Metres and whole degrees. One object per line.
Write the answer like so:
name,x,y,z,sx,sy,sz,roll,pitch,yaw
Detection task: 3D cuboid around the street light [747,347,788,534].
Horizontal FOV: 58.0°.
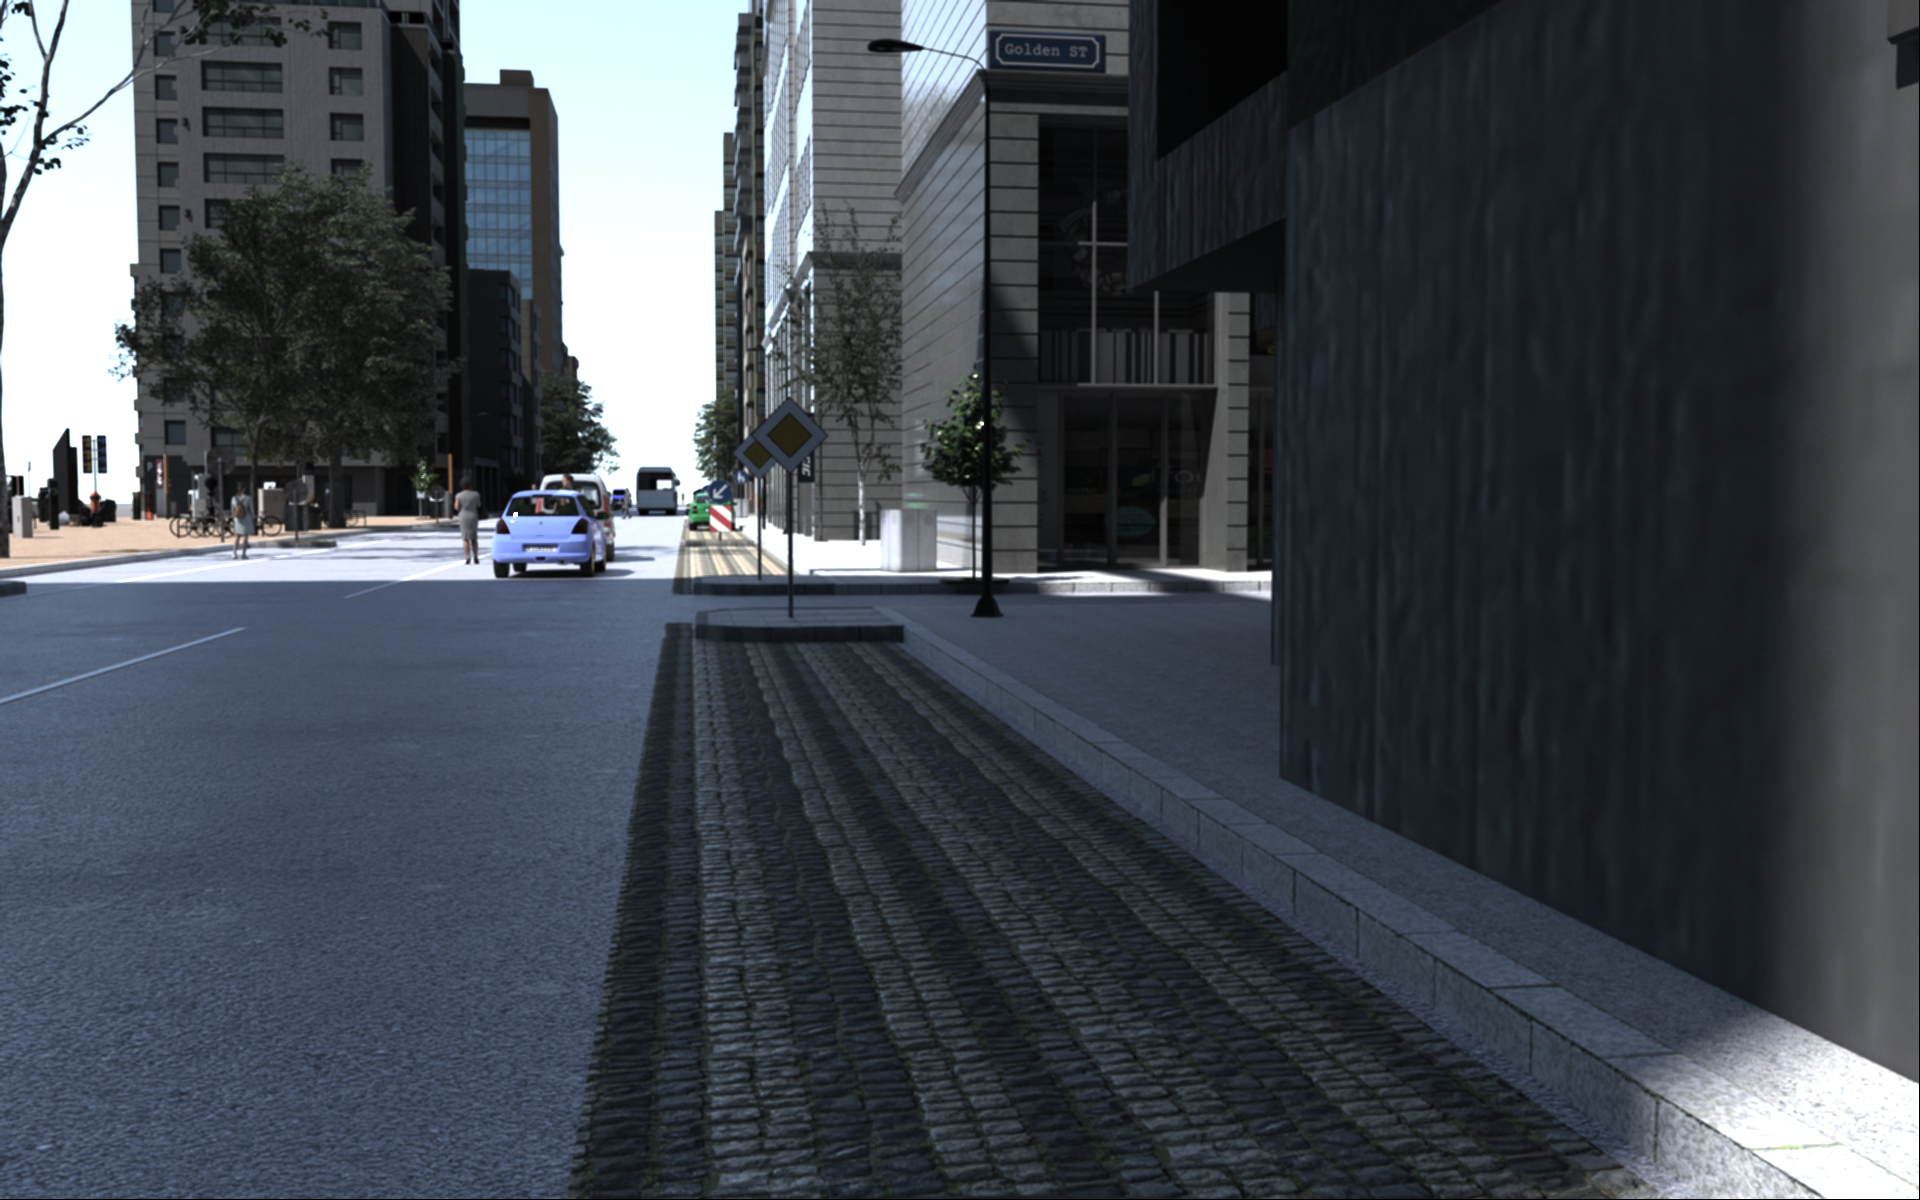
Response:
street light,-6.044,-5.041,54.963,1.470,5.913,1.316,-1,4,-9

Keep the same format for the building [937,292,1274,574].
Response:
building,14.124,-15.716,34.453,29.804,29.767,11.434,-1,4,-9

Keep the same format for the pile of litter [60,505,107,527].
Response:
pile of litter,-34.744,-3.341,68.587,1.719,0.858,1.176,-2,4,-26

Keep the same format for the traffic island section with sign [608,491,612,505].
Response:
traffic island section with sign,-46.855,-13.613,231.195,1.989,1.847,2.006,-1,4,-9

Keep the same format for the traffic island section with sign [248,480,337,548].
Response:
traffic island section with sign,-17.982,-2.333,46.777,1.989,1.847,2.006,-1,4,-9

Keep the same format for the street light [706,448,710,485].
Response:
street light,-24.942,-12.385,175.030,1.470,5.913,1.316,-1,4,-9

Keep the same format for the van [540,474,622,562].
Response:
van,-8.433,-1.895,37.992,2.013,2.044,4.112,-1,4,-11

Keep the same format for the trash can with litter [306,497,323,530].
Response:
trash can with litter,-23.148,-3.059,61.397,1.055,1.170,0.624,0,3,0

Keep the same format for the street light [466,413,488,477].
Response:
street light,-27.791,-7.768,99.553,1.470,5.913,1.316,-1,4,-9

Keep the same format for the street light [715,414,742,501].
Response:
street light,-13.238,-7.812,100.274,1.470,5.913,1.316,-1,4,-9

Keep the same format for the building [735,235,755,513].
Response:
building,-2.817,-17.573,132.360,27.650,21.520,28.899,-1,4,-9

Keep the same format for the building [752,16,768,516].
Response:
building,-6.134,-20.682,109.846,14.160,30.474,14.107,-1,4,-9

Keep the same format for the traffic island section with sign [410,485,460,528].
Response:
traffic island section with sign,-22.156,-3.962,73.408,1.989,1.847,2.006,-1,4,-9

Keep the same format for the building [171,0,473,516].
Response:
building,-37.584,-20.321,103.948,14.160,30.474,14.107,-1,4,-9

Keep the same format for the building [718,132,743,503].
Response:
building,-20.143,-31.556,199.541,14.154,41.232,14.086,-1,4,-9

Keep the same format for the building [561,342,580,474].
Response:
building,-60.772,-22.232,208.531,27.650,21.520,28.899,-1,4,-9

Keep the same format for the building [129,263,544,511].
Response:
building,-50.600,-18.417,146.157,27.650,21.520,28.899,-1,4,-9

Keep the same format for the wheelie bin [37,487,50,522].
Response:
wheelie bin,-41.430,-4.326,78.641,0.980,1.594,0.693,0,4,-2

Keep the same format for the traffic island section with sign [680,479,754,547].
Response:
traffic island section with sign,-6.744,-2.398,47.843,1.989,1.847,2.006,-1,4,-9

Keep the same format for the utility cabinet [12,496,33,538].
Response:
utility cabinet,-27.451,-2.417,50.686,0.306,1.237,1.020,-3,5,-42

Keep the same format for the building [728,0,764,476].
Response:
building,-9.525,-33.105,160.875,23.786,49.044,30.456,-1,4,-9

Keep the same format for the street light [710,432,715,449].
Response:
street light,-17.758,-9.597,129.451,1.470,5.913,1.316,-1,4,-9

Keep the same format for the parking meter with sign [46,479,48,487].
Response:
parking meter with sign,-46.196,-5.632,88.338,1.738,3.016,0.543,2,4,33

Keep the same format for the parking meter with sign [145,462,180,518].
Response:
parking meter with sign,-43.053,-5.955,93.620,1.738,3.016,0.543,1,4,10

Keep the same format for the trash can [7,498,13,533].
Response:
trash can,-31.119,-2.751,56.626,0.748,1.137,0.748,0,3,0

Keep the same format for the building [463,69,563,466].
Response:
building,-50.583,-32.815,186.639,14.600,45.320,14.200,-1,4,-9

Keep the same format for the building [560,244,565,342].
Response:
building,-66.589,-33.147,233.828,32.217,40.220,23.993,-1,4,-9

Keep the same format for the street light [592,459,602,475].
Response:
street light,-47.677,-15.590,227.429,1.470,5.913,1.316,-1,4,-9

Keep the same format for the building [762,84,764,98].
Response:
building,-2.548,-18.113,89.654,14.314,27.812,24.014,-1,4,-9

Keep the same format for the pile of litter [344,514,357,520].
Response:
pile of litter,-30.500,-4.354,85.160,1.719,0.858,1.176,-1,4,-22

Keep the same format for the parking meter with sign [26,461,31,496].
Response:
parking meter with sign,-49.317,-5.737,90.065,1.738,3.016,0.543,-3,5,-41

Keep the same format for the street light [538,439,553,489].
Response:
street light,-34.787,-10.568,145.328,1.470,5.913,1.316,-1,4,-9

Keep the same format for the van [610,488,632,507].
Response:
van,-36.188,-11.061,185.225,2.240,2.365,5.245,0,4,-7

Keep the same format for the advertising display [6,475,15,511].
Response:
advertising display,-32.223,-3.242,58.225,0.974,1.923,0.123,1,4,10

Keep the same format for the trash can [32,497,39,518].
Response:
trash can,-49.386,-4.943,92.467,0.748,1.137,0.748,0,3,0

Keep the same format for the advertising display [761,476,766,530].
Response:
advertising display,-7.150,-3.540,63.089,0.123,1.923,0.974,-1,4,-10

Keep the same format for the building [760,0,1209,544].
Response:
building,-1.002,-17.433,62.519,11.434,29.767,29.804,-1,4,-9

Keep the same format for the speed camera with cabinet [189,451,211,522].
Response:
speed camera with cabinet,-35.082,-5.232,79.880,0.660,3.252,2.038,-2,4,-35

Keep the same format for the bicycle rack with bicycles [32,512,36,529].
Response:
bicycle rack with bicycles,-35.186,-3.077,63.693,2.852,0.926,2.925,1,4,9

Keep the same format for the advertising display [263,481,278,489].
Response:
advertising display,-35.187,-5.090,88.438,0.974,1.923,0.123,2,4,30

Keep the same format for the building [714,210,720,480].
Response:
building,-28.569,-34.764,251.981,14.154,41.232,14.086,-1,4,-9

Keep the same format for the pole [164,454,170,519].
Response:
pole,-40.436,-5.777,88.294,0.158,3.312,0.155,0,3,0

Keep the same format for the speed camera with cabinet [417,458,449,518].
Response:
speed camera with cabinet,-28.597,-6.097,94.018,2.038,3.252,0.660,2,4,34

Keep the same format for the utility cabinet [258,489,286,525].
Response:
utility cabinet,-28.647,-3.883,72.165,0.318,1.500,1.173,2,4,27

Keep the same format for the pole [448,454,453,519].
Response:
pole,-25.961,-5.775,88.257,0.158,3.312,0.155,0,3,0

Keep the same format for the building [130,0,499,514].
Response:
building,-43.447,-41.690,119.880,20.563,71.187,20.611,-1,4,-9

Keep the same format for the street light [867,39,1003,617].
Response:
street light,-0.252,-2.776,17.928,1.470,5.913,1.316,-1,4,-9

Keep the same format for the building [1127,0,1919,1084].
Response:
building,8.057,-14.579,10.065,14.160,30.474,14.107,-1,4,-9
